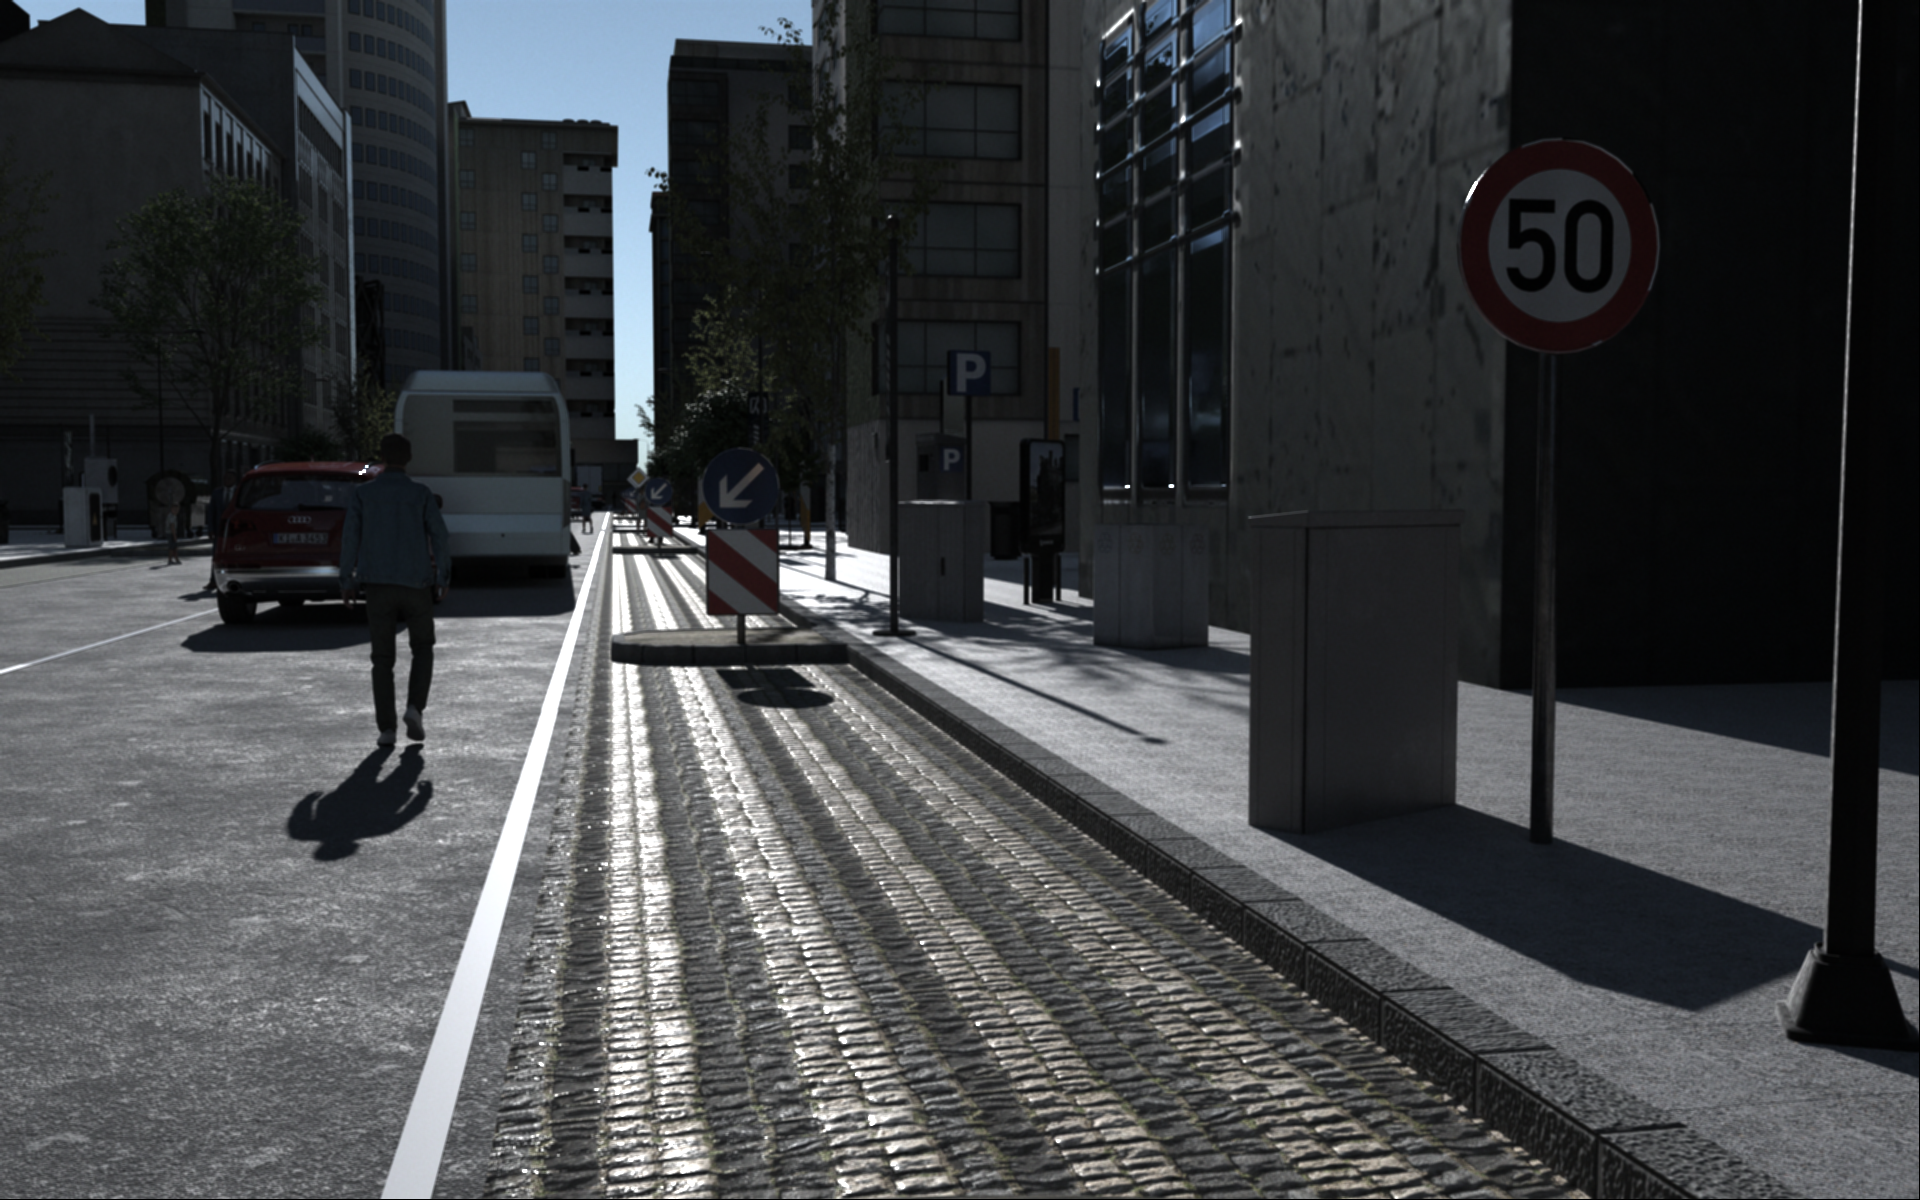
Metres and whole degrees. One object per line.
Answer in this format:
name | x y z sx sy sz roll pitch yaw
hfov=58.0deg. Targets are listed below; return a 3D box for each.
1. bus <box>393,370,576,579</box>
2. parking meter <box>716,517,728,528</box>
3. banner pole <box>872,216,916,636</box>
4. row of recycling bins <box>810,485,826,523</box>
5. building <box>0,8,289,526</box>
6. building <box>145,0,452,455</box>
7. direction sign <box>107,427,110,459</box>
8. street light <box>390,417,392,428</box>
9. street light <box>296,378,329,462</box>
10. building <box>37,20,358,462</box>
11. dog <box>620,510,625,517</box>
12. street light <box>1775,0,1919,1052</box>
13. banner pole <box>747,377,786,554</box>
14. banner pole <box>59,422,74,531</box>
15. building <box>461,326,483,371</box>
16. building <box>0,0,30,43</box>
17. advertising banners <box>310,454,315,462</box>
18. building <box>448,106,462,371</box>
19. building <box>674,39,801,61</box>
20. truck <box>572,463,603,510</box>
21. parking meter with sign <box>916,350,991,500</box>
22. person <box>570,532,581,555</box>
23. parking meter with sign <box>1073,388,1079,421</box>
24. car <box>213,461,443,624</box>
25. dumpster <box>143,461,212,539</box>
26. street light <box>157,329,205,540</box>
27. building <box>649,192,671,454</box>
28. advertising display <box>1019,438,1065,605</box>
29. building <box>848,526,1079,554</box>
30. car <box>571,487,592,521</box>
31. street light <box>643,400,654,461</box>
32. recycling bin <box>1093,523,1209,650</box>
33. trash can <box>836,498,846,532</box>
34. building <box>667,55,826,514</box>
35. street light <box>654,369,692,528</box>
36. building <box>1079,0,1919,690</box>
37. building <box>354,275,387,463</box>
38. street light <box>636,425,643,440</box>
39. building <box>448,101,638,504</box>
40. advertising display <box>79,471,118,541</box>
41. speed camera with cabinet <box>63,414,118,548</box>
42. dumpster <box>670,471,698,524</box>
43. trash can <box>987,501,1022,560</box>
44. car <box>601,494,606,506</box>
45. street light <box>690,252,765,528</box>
bus | -8.635 -2.295 32.377 2.948 3.499 13.247 -1 4 -13
parking meter | -7.769 -2.938 56.446 0.372 1.533 0.369 0 3 0
banner pole | -0.636 -1.584 15.919 0.401 3.779 0.863 -1 4 -9
row of recycling bins | -6.752 -4.404 79.117 1.069 1.692 3.534 0 4 2
building | -37.435 -14.078 79.327 9.793 20.994 18.267 -1 4 -11
building | -57.425 -37.399 153.468 21.231 58.520 28.212 -1 4 -11
direction sign | -28.886 -4.087 58.818 0.379 3.537 0.876 -2 4 -23
street light | -32.046 -7.757 99.365 1.470 5.913 1.316 -1 4 -11
street light | -26.032 -5.934 69.557 1.470 5.913 1.316 -1 4 -11
building | -41.892 -17.110 97.763 12.078 24.808 19.932 -1 4 -11
dog | -19.669 -4.991 100.887 0.540 0.507 0.406 1 4 15
street light | 1.590 -1.916 3.870 1.470 5.913 1.316 -1 4 -11
banner pole | -4.175 -2.889 37.257 0.863 3.779 0.401 0 4 8
banner pole | -31.022 -4.289 60.149 0.863 3.779 0.401 2 4 33
building | -70.405 -21.583 197.926 28.899 21.520 27.650 -1 4 -11
building | -49.527 -14.891 73.153 15.834 23.373 12.332 -1 4 -11
advertising banners | -28.303 -4.817 74.944 0.090 3.025 2.074 0 4 2
building | -58.513 -30.116 175.998 14.154 41.232 14.086 -1 4 -11
building | -19.328 -29.189 160.827 14.154 41.232 14.086 -1 4 -11
truck | -35.132 -10.689 163.675 2.839 4.237 11.283 -1 4 -13
parking meter with sign | -0.223 -1.566 21.871 0.543 3.016 1.738 -2 4 -24
person | -9.636 -1.946 40.528 1.509 1.804 0.699 -2 4 -23
parking meter with sign | 2.471 -2.011 29.138 0.543 3.016 1.738 2 4 25
car | -7.469 -0.744 20.833 2.281 1.827 5.304 -1 4 -11
dumpster | -22.919 -2.949 50.709 1.502 2.255 1.985 -1 4 -11
street light | -21.949 -4.666 48.836 1.470 5.913 1.316 -1 4 -11
building | -30.511 -36.060 244.209 28.867 44.769 22.147 -1 4 -11
advertising display | 0.975 -0.929 20.409 0.123 1.923 0.974 2 4 29
building | 3.815 -22.045 44.029 14.154 41.232 14.086 -1 4 -11
car | -20.959 -5.172 93.232 2.281 1.827 5.304 -1 4 -13
street light | -14.860 -6.943 86.058 1.470 5.913 1.316 -1 4 -11
recycling bin | 1.616 -0.128 14.653 0.722 1.027 0.722 -3 4 -38
trash can | -3.785 -2.857 58.359 0.748 1.137 0.748 0 3 0
building | -12.938 -21.250 119.146 14.160 30.474 14.107 -1 4 -11
street light | -10.518 -5.623 64.479 1.470 5.913 1.316 -1 4 -11
building | 15.457 -42.405 5.989 22.319 86.520 31.000 -1 4 -11
building | -47.722 -15.245 116.700 16.820 18.784 16.811 -1 4 -11
street light | -20.805 -8.784 116.160 1.470 5.913 1.316 -1 4 -11
building | -59.329 -39.923 241.975 27.495 52.752 28.713 -1 4 -11
advertising display | -24.744 -2.724 49.753 0.974 1.923 0.123 -3 5 -42
speed camera with cabinet | -21.303 -2.943 42.449 0.660 3.252 2.038 0 4 -6
dumpster | -11.764 -4.393 74.317 1.502 2.255 1.985 -1 4 -11
trash can | 0.898 -1.359 33.868 0.748 1.137 0.748 0 3 0
car | -43.089 -12.024 205.259 2.281 1.827 5.304 -1 4 -10
street light | -4.399 -3.732 33.556 1.470 5.913 1.316 -1 4 -11
